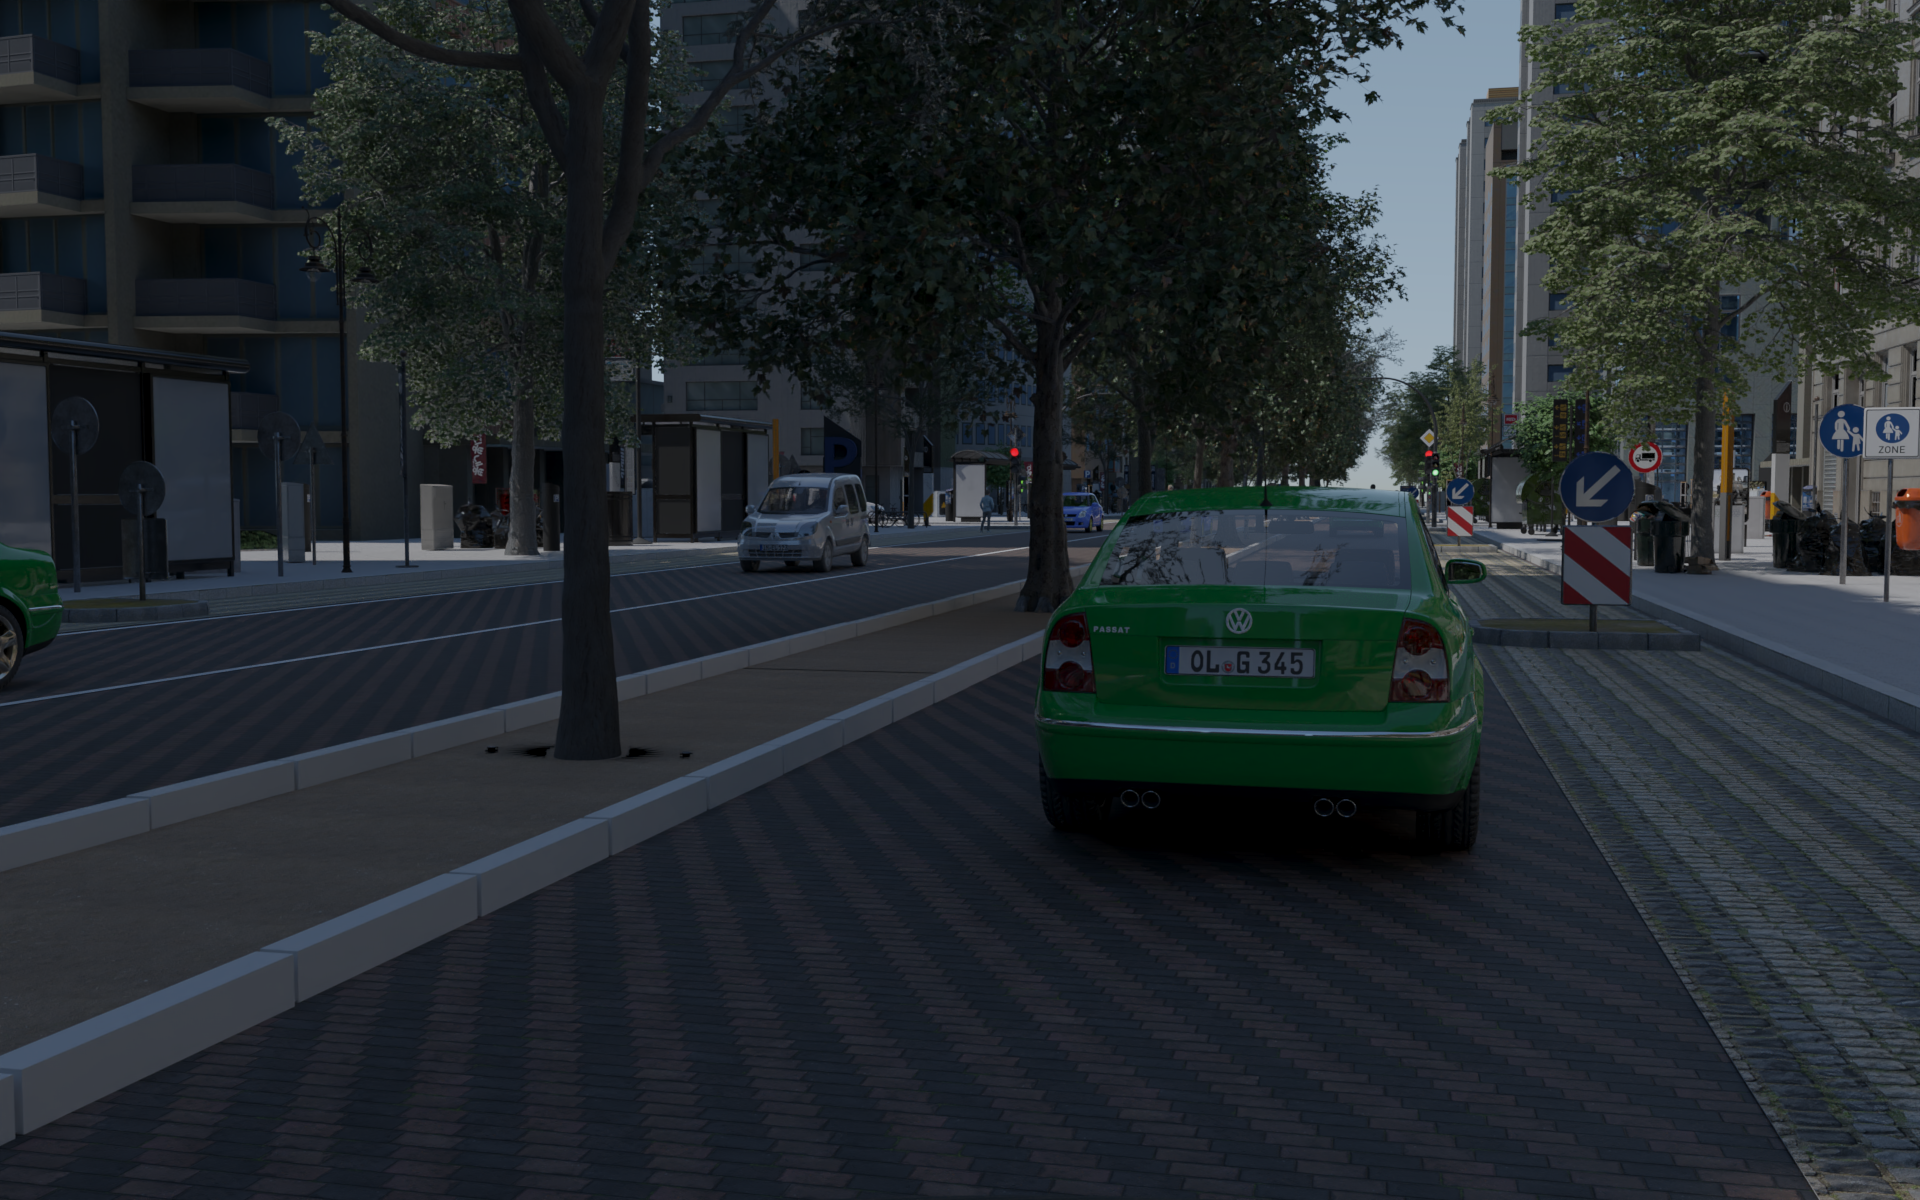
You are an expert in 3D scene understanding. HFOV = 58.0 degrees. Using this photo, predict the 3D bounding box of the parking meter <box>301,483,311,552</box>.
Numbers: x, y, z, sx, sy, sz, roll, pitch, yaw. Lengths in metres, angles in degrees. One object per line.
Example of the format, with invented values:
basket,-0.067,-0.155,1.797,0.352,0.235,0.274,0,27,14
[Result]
parking meter,-14.587,-1.832,38.369,0.372,1.533,0.369,0,3,0

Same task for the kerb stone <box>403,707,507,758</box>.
kerb stone,-2.888,0.758,9.836,0.120,0.150,1.000,1,4,13

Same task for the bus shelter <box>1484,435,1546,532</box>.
bus shelter,19.560,-4.086,60.724,2.014,3.302,5.546,1,4,14

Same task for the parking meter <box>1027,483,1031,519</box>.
parking meter,3.648,-5.165,90.162,0.255,1.863,0.399,0,4,-5

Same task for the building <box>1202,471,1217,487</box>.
building,31.495,-27.482,294.371,27.650,21.520,28.899,1,4,13

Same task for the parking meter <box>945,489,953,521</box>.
parking meter,-0.497,-4.451,81.177,0.372,1.533,0.369,0,3,0

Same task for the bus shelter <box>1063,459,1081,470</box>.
bus shelter,5.369,-6.335,97.505,2.014,3.302,5.546,1,4,14

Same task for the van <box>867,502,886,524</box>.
van,-5.292,-4.216,75.950,4.112,2.044,2.013,1,4,14

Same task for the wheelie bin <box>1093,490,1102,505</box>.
wheelie bin,9.449,-6.831,119.598,0.693,1.594,0.980,1,4,15

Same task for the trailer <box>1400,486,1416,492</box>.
trailer,30.677,-6.836,118.814,1.471,1.999,3.904,1,4,13

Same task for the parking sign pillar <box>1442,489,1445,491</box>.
parking sign pillar,40.858,-9.563,144.828,1.447,3.967,1.447,-3,4,-37

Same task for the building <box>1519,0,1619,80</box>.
building,61.564,-37.631,157.261,21.231,58.520,28.212,1,4,13

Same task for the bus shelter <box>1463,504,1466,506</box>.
bus shelter,35.117,-8.009,122.225,1.731,3.624,6.357,1,4,13

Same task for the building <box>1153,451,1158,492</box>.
building,16.894,-31.819,203.835,14.154,41.232,14.086,1,4,13

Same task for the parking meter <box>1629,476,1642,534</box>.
parking meter,21.928,-3.091,56.254,0.255,1.863,0.399,2,4,35

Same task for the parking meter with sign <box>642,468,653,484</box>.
parking meter with sign,-15.498,-5.504,86.257,0.543,3.016,1.738,-3,5,-39

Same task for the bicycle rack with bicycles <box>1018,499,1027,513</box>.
bicycle rack with bicycles,5.088,-6.309,116.531,2.925,0.926,2.852,2,4,25

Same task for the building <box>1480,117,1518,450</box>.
building,68.763,-33.790,202.577,14.600,45.320,14.200,1,4,13

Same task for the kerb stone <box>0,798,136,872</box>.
kerb stone,-3.598,0.943,6.840,0.120,0.150,1.000,1,4,13

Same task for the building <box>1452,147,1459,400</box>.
building,91.660,-45.356,283.571,21.231,58.520,28.212,1,4,13

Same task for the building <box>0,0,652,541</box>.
building,-26.419,-24.514,55.429,28.867,44.769,22.147,1,4,13

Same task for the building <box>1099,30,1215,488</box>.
building,29.012,-50.752,268.041,20.563,71.187,20.611,1,4,13

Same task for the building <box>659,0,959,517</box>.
building,-8.474,-20.212,102.170,14.160,30.474,14.107,1,4,13

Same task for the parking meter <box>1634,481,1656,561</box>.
parking meter,13.212,-1.529,33.416,0.372,1.533,0.369,0,3,0

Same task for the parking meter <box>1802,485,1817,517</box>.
parking meter,23.998,-2.479,48.945,0.372,1.533,0.369,0,3,0

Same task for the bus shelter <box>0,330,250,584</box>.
bus shelter,-13.061,-2.765,22.846,2.179,5.291,8.768,1,4,13

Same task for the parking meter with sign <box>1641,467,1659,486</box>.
parking meter with sign,37.552,-6.069,95.491,1.738,3.016,0.543,2,4,25

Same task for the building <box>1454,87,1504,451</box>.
building,85.419,-43.676,256.107,21.231,58.520,28.212,1,4,13

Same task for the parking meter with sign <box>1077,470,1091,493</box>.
parking meter with sign,8.983,-8.068,128.176,0.543,3.016,1.738,-2,4,-27

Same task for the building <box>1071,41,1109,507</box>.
building,6.088,-31.311,162.051,14.600,45.320,14.200,1,4,13

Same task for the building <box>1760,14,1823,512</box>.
building,56.088,-26.308,84.753,28.867,44.769,22.147,1,4,13

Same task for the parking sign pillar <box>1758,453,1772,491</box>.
parking sign pillar,51.241,-7.423,109.840,1.447,3.967,1.447,-1,4,-12

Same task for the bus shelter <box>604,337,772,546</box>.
bus shelter,-7.400,-4.222,46.656,2.179,5.291,8.768,1,4,13

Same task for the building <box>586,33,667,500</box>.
building,-34.787,-31.725,107.938,27.495,52.752,28.713,1,4,13

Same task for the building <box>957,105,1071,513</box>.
building,-4.294,-35.978,130.244,21.231,58.520,28.212,1,4,13

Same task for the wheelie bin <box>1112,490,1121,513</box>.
wheelie bin,10.797,-6.818,119.379,0.693,1.594,0.980,0,4,-5

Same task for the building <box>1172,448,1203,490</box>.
building,27.688,-29.363,251.782,14.160,30.474,14.107,1,4,13

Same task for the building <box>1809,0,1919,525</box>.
building,30.985,-12.616,39.561,16.112,22.955,30.059,1,4,13

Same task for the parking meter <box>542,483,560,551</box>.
parking meter,-9.202,-1.871,38.995,0.372,1.533,0.369,0,3,0

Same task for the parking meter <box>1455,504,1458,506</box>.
parking meter,29.866,-6.002,103.846,0.399,1.863,0.255,-2,4,-27

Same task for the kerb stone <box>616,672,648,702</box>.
kerb stone,-2.408,0.634,11.824,0.120,0.150,1.000,1,4,13

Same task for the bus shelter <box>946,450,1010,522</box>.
bus shelter,1.014,-5.355,81.485,2.014,3.302,5.546,1,4,14

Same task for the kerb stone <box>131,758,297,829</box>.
kerb stone,-3.370,0.878,7.841,0.120,0.150,1.000,1,4,13

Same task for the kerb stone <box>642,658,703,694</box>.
kerb stone,-2.164,0.574,12.818,0.120,0.150,1.000,1,4,13

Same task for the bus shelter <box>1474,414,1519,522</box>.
bus shelter,26.201,-6.524,84.306,2.179,5.291,8.768,1,4,14

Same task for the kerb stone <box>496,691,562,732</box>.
kerb stone,-2.649,0.695,10.830,0.120,0.150,1.000,1,4,13

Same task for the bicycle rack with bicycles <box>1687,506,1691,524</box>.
bicycle rack with bicycles,31.611,-3.803,75.561,2.925,0.926,2.852,3,5,40

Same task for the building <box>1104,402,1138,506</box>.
building,5.141,-20.800,185.124,27.650,21.520,28.899,1,4,13

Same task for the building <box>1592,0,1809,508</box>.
building,56.287,-49.668,124.741,22.319,86.520,31.000,1,4,13

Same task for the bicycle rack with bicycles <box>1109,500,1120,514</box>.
bicycle rack with bicycles,9.574,-6.131,113.624,2.852,0.926,2.925,1,4,19

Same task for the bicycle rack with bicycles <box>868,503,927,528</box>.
bicycle rack with bicycles,-2.604,-3.246,66.454,2.925,0.926,2.852,-1,4,-20

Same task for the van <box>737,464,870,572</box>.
van,-2.948,-1.599,33.148,2.013,2.044,4.112,1,4,11

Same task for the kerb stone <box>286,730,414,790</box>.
kerb stone,-3.125,0.818,8.834,0.120,0.150,1.000,1,4,13

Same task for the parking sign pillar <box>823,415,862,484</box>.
parking sign pillar,-4.004,-4.317,59.048,1.447,3.967,1.447,0,4,3
